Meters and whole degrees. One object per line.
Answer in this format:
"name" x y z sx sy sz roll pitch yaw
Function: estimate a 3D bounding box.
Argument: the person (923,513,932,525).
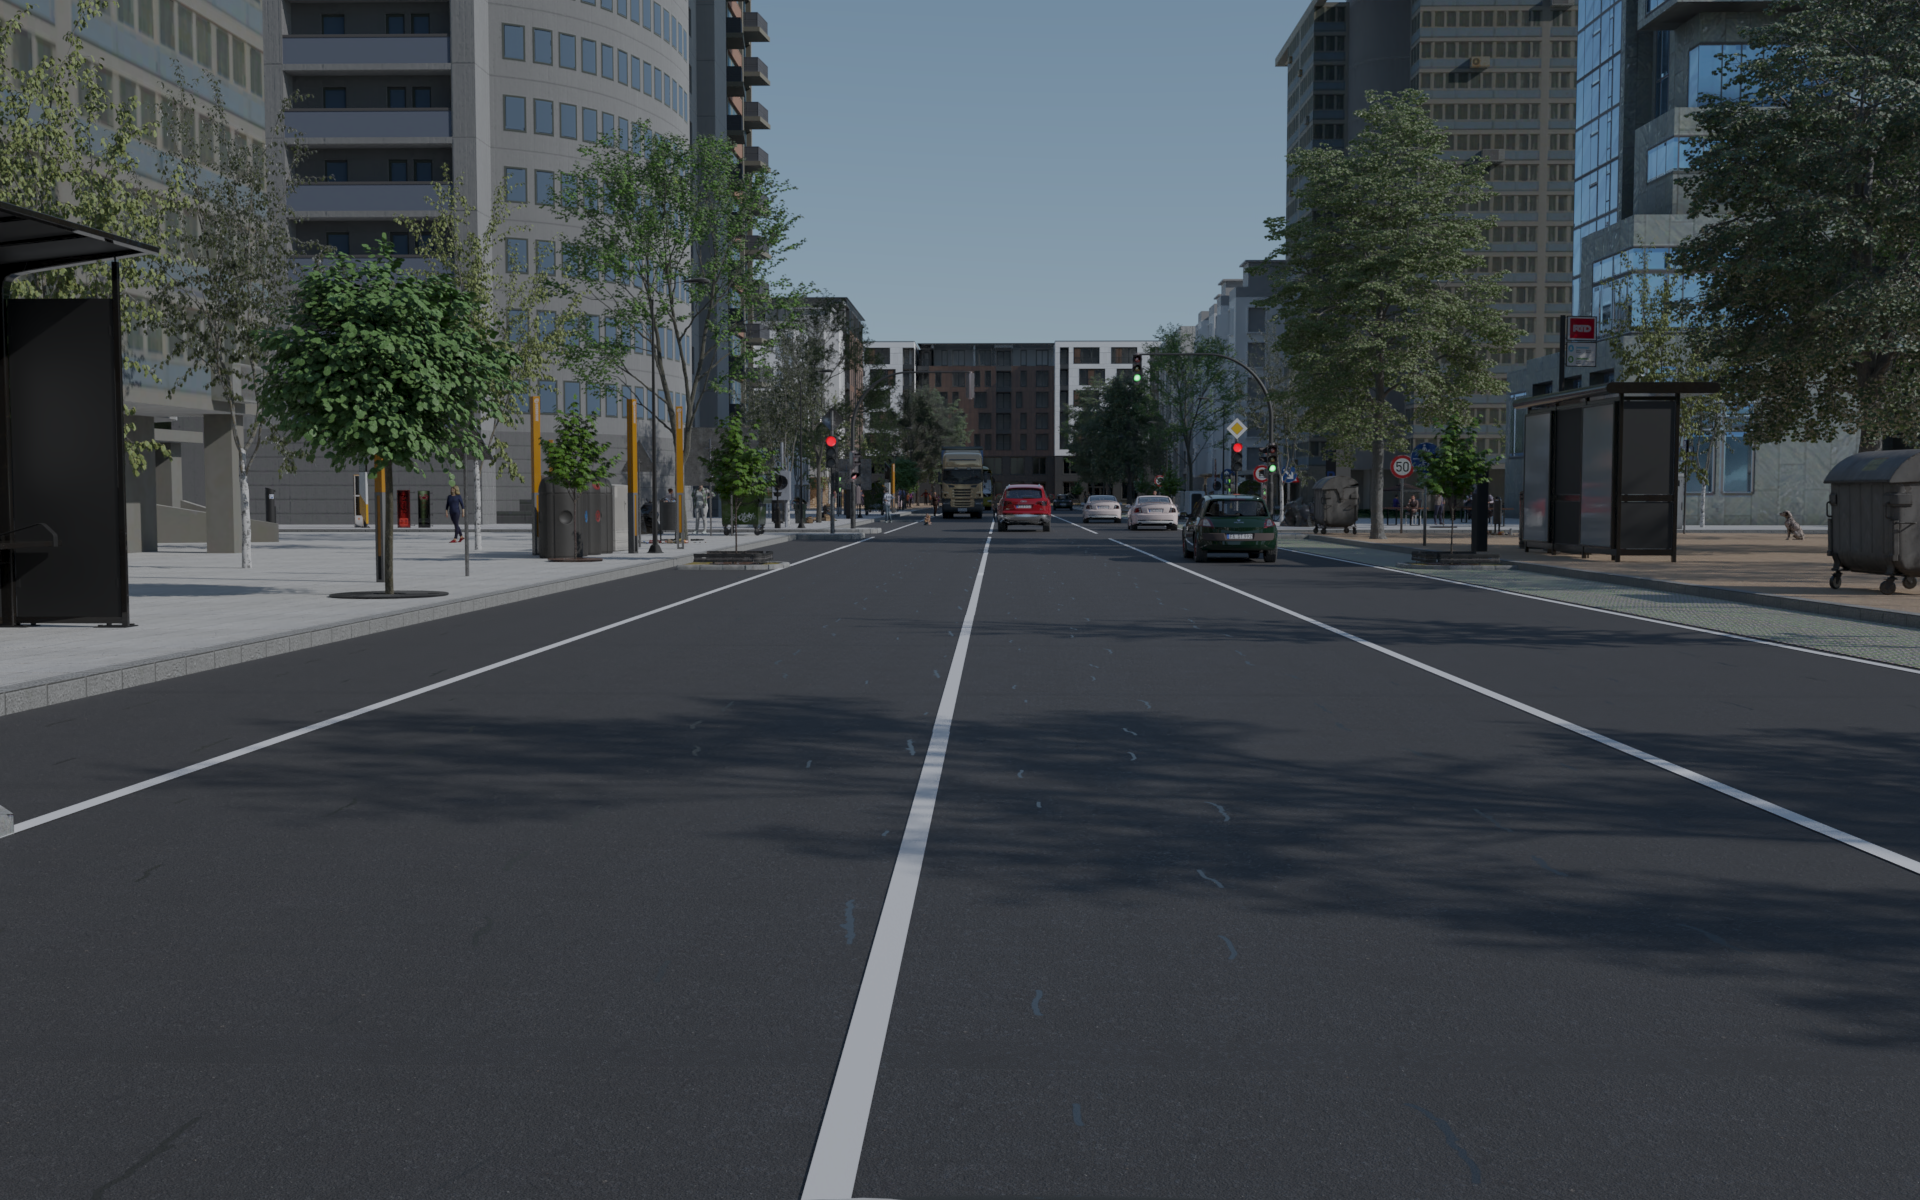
"person" -1.515 -3.697 79.414 0.357 0.543 0.381 1 4 22

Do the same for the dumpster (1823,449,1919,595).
"dumpster" 12.299 -1.030 22.599 1.264 1.857 1.865 0 4 1

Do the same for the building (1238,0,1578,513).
"building" 36.976 -26.554 126.031 32.217 40.220 23.993 0 4 1

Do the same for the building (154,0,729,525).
"building" -24.139 -33.196 84.753 21.231 58.520 28.212 0 4 1

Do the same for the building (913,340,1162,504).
"building" 10.781 -24.498 244.517 32.646 21.610 27.936 0 4 1

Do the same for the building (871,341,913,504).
"building" -22.055 -24.553 245.412 32.646 21.610 27.936 0 4 1

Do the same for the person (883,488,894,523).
"person" -3.640 -4.741 86.744 0.376 1.734 0.841 3 4 37

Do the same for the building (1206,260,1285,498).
"building" 29.692 -17.678 145.462 16.016 20.091 11.380 0 4 1

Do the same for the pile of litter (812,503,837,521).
"pile of litter" -6.490 -4.203 82.676 1.176 0.858 1.719 -2 4 -33

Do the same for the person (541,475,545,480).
"person" -11.555 -2.567 48.141 0.598 1.807 0.434 -1 4 -9

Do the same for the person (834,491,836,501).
"person" -11.305 -9.187 156.969 0.721 1.743 1.217 0 4 -7

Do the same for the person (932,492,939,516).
"person" -1.553 -6.164 111.550 0.388 1.546 0.482 3 4 39

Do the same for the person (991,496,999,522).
"person" 1.888 -4.747 90.025 0.435 1.345 0.340 -3 5 -40

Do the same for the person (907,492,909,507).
"person" -5.239 -9.954 169.327 0.750 1.759 0.617 -2 4 -31

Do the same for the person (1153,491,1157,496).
"person" 9.131 -4.316 81.123 0.319 1.574 0.516 -2 4 -29

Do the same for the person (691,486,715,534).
"person" -8.362 -3.011 55.998 0.841 1.734 0.376 1 4 21

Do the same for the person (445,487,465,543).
"person" -13.305 -2.271 45.712 0.480 1.512 0.613 0 4 -3

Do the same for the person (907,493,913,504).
"person" -4.993 -9.443 163.700 1.065 1.426 0.557 1 4 11

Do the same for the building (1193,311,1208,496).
"building" 29.770 -18.435 157.832 16.016 20.091 11.380 0 4 1

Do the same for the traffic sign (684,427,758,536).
"traffic sign" -7.288 -3.604 52.797 2.265 3.308 0.079 0 4 2

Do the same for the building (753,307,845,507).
"building" -19.505 -19.401 173.631 16.016 20.091 11.380 0 4 1

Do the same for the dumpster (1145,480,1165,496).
"dumpster" 14.025 -7.409 123.634 1.502 2.255 1.985 0 4 1

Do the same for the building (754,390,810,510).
"building" -17.758 -12.971 154.217 9.099 9.664 28.070 0 4 1

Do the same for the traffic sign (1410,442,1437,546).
"traffic sign" 11.496 -2.610 42.783 0.768 2.556 0.104 0 4 4

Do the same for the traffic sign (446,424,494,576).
"traffic sign" -7.682 -1.647 26.926 0.884 2.594 0.081 0 4 3

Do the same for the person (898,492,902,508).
"person" -5.428 -9.292 158.638 0.551 1.740 0.621 0 4 0

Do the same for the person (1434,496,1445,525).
"person" 20.067 -4.014 72.198 0.617 1.759 0.750 -1 4 -18

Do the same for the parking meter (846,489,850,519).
"parking meter" -5.724 -4.973 89.719 0.372 1.533 0.369 0 3 0

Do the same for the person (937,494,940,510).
"person" -2.016 -8.941 157.906 0.599 1.433 0.991 0 4 2

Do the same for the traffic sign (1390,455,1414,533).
"traffic sign" 14.403 -3.446 56.450 0.768 2.556 0.104 1 4 11

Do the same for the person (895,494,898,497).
"person" -5.879 -10.259 173.792 1.348 1.821 0.705 -1 4 -15

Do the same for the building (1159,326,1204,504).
"building" 31.705 -19.824 190.585 16.747 18.905 31.486 0 4 1

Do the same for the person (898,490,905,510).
"person" -4.799 -8.236 140.577 0.709 1.838 0.599 1 4 23

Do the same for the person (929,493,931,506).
"person" -3.330 -11.272 193.607 0.557 1.426 1.065 0 4 5

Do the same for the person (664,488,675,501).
"person" -12.012 -3.858 71.594 0.523 1.526 0.387 0 4 8

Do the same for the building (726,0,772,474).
"building" -24.468 -28.114 114.291 22.147 44.769 28.867 0 4 1

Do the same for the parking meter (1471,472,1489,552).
"parking meter" 11.613 -2.017 38.689 0.255 1.863 0.399 0 4 -5

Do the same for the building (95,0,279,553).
"building" -27.000 -20.761 31.330 23.993 40.220 32.217 0 4 1

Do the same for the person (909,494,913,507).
"person" -4.678 -9.740 165.973 0.721 1.739 1.217 1 4 11

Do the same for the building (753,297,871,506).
"building" -27.652 -21.405 193.946 32.646 21.610 27.936 0 4 1

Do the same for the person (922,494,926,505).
"person" -4.086 -12.390 208.575 1.348 1.831 0.705 2 4 31

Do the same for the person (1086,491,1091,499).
"person" 13.279 -10.393 179.152 0.721 1.735 1.217 -1 4 -16

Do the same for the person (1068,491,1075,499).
"person" 12.721 -11.817 201.713 1.348 1.823 0.705 2 4 26

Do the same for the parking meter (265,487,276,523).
"parking meter" -26.263 -3.522 65.991 0.372 1.533 0.369 0 3 0

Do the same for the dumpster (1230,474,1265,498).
"dumpster" 14.193 -5.066 85.330 1.502 2.255 1.985 0 4 1

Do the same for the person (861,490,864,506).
"person" -10.103 -10.504 178.228 0.568 1.767 0.683 3 5 39

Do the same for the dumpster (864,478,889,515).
"dumpster" -5.763 -7.216 120.475 1.502 2.255 1.985 0 4 1

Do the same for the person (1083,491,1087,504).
"person" 13.339 -10.648 183.309 0.721 1.735 1.217 -2 4 -24

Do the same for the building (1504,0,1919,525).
"building" 42.755 -46.875 79.071 31.000 86.520 22.319 0 4 1

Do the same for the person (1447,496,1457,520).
"person" 23.988 -4.656 84.442 0.482 1.546 0.388 0 4 -3

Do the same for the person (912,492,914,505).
"person" -5.812 -12.191 205.232 0.709 1.838 0.599 2 4 28

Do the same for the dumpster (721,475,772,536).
"dumpster" -6.720 -3.150 53.988 1.502 2.255 1.985 0 4 1

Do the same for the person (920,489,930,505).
"person" -3.934 -11.839 199.570 1.348 1.831 0.705 0 4 -2

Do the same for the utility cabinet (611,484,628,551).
"utility cabinet" -7.710 -1.857 39.046 0.318 1.500 1.173 0 4 8

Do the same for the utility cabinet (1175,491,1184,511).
"utility cabinet" 16.218 -7.310 128.190 0.318 1.500 1.173 -1 4 -13

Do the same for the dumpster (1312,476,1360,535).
"dumpster" 12.048 -3.041 55.485 1.264 1.857 1.865 0 4 1
